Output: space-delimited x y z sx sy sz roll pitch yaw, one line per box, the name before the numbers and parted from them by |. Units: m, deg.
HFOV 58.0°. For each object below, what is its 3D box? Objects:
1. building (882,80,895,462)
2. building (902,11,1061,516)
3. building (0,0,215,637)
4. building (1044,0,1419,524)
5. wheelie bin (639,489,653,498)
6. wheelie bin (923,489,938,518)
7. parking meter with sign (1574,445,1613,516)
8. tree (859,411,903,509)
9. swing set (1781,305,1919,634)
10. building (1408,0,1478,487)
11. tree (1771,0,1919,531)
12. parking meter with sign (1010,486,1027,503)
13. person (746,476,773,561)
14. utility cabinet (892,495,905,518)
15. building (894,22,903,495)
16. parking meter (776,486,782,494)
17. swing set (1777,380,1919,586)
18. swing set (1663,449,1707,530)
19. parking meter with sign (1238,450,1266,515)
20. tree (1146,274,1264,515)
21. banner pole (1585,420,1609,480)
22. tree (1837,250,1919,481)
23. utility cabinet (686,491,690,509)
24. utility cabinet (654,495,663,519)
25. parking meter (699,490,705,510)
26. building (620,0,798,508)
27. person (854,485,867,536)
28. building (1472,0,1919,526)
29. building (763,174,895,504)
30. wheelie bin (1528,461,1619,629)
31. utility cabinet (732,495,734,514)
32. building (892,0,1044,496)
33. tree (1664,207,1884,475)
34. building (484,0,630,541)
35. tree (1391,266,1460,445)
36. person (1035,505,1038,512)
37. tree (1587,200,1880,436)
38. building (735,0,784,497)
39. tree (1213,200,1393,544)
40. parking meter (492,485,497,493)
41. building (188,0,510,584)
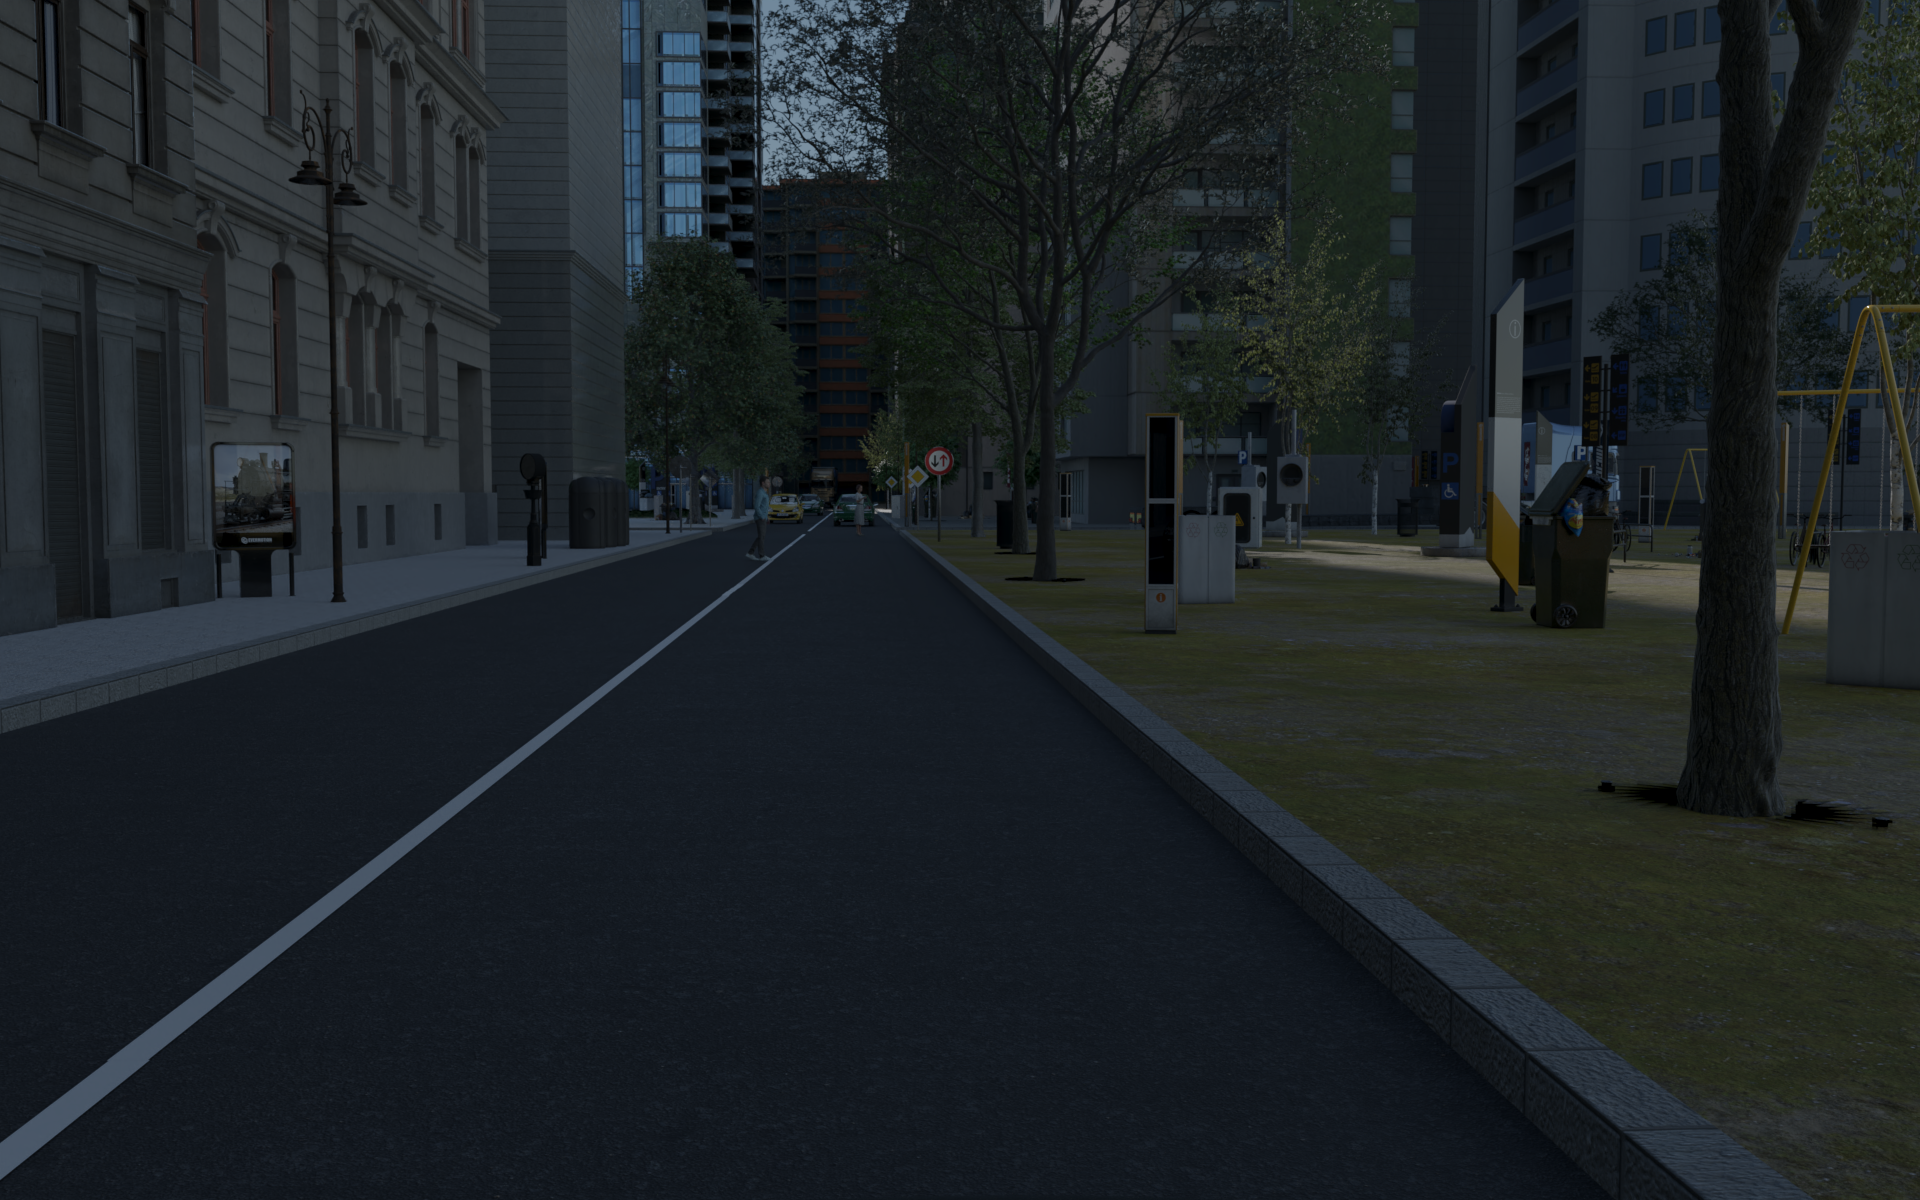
building | 5.094 -37.640 204.645 28.713 52.752 27.495 0 4 -3
building | 3.368 -20.570 108.014 14.160 30.474 14.107 0 4 -3
building | -13.075 -9.897 10.967 9.793 20.994 18.267 0 4 -3
building | 11.278 -24.031 76.509 14.086 41.232 14.154 0 4 -3
wheelie bin | -21.038 -6.604 115.887 0.980 1.594 0.693 1 4 9
wheelie bin | -1.587 -5.268 94.040 0.693 1.594 0.980 1 4 16
parking meter with sign | 22.263 -3.947 60.786 0.543 3.016 1.738 -1 4 -14
tree | -6.569 -12.333 152.008 4.360 8.622 3.978 0 3 0
swing set | 9.063 -1.025 14.377 3.119 2.851 2.862 0 4 1
building | 55.256 -47.232 210.491 20.611 71.187 20.563 0 4 -3
tree | 11.591 -4.320 20.997 4.737 8.622 4.395 0 3 0
parking meter with sign | 3.040 -5.939 93.355 0.543 3.016 1.738 3 5 42
person | -4.334 -1.764 37.360 0.620 1.820 0.660 0 4 -2
utility cabinet | -3.302 -4.957 92.213 0.306 1.237 1.020 -2 4 -28
building | 0.890 -31.378 163.145 14.600 45.320 14.200 0 4 -3
parking meter | -13.224 -7.383 126.420 0.399 1.863 0.255 3 5 44
swing set | 13.569 -1.732 25.940 3.119 2.851 2.862 2 4 25
swing set | 26.421 -3.819 60.069 3.119 2.851 2.862 -1 4 -8
parking meter with sign | 12.018 -4.496 69.767 1.738 3.016 0.543 -2 4 -34
tree | 8.376 -6.607 58.389 4.737 8.622 4.395 0 3 0
banner pole | 18.884 -3.764 51.563 0.863 3.779 0.401 2 4 32
tree | 24.452 -5.596 41.860 4.360 8.622 3.978 0 3 0
utility cabinet | -17.344 -6.344 112.410 0.318 1.500 1.173 2 4 24
utility cabinet | -15.557 -4.781 89.336 0.306 1.237 1.020 0 4 0
parking meter | -15.813 -5.975 106.096 0.372 1.533 0.369 0 3 0
building | -35.214 -54.517 204.031 31.000 86.520 22.319 0 4 -3
person | -3.403 -3.108 59.892 0.524 1.755 0.480 1 4 18
building | 40.343 -32.799 78.259 28.212 58.520 21.231 0 4 -3
building | -16.731 -35.677 237.947 28.867 44.769 22.147 0 4 -3
wheelie bin | 5.926 -0.541 16.760 0.693 1.594 0.980 0 4 -2
utility cabinet | -13.156 -5.589 102.540 0.306 1.237 1.020 1 4 19
building | 3.228 -45.362 179.921 20.563 71.187 20.611 0 4 -3
tree | 18.868 -5.595 41.841 4.360 8.622 3.978 0 3 0
building | -25.700 -16.766 51.624 29.804 29.767 11.434 0 4 -3
tree | 13.406 -6.398 54.963 4.360 8.622 3.978 0 3 0
person | 3.225 -3.495 66.226 0.593 1.750 0.643 2 4 35
tree | 24.428 -7.333 54.308 8.767 10.594 7.601 0 3 0
building | -29.241 -45.514 182.410 20.563 71.187 20.611 0 4 -3
tree | 8.678 -5.744 44.271 4.360 8.622 3.978 0 3 0
parking meter | -12.738 -2.357 46.942 0.372 1.533 0.369 0 3 0
building | -17.322 -14.950 31.826 14.401 28.519 23.554 0 4 -3
